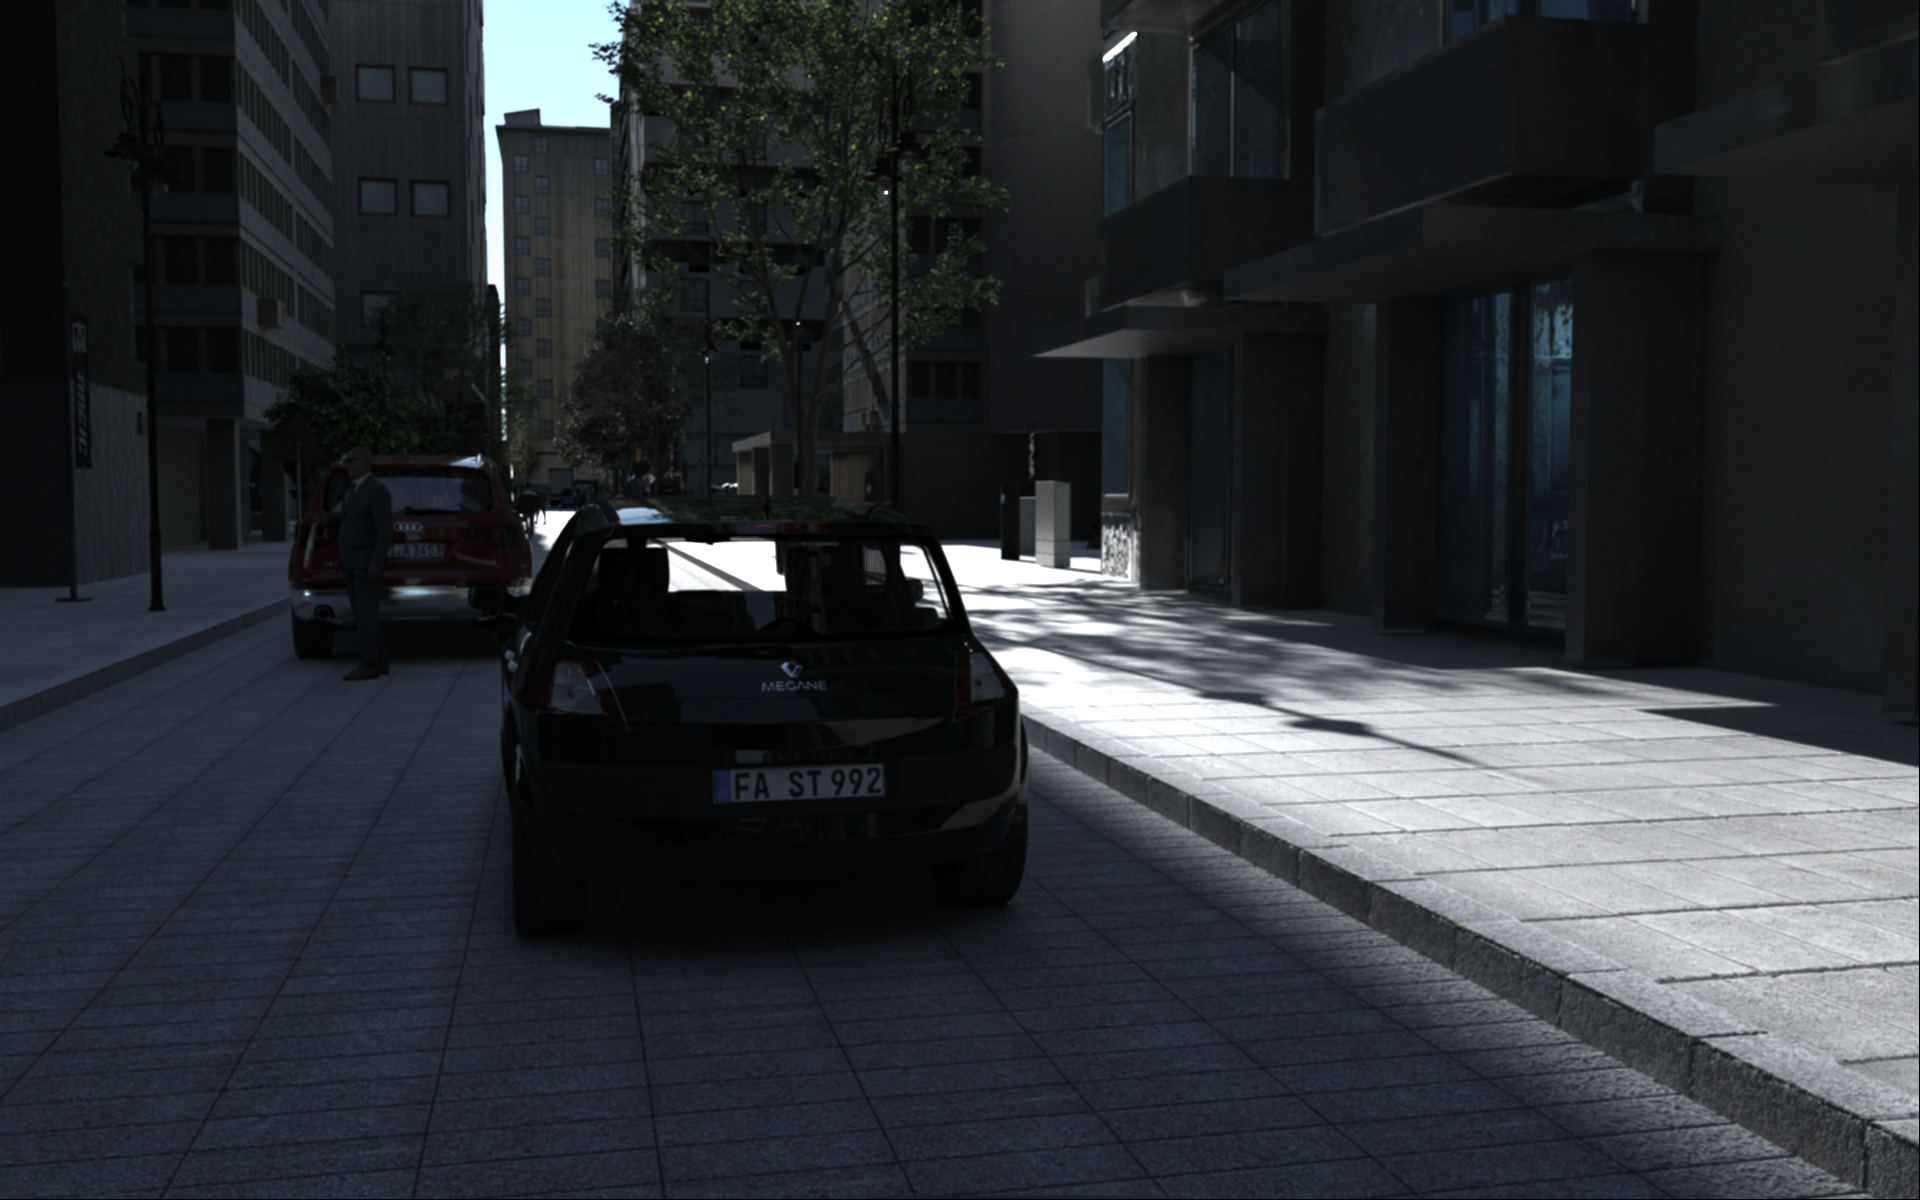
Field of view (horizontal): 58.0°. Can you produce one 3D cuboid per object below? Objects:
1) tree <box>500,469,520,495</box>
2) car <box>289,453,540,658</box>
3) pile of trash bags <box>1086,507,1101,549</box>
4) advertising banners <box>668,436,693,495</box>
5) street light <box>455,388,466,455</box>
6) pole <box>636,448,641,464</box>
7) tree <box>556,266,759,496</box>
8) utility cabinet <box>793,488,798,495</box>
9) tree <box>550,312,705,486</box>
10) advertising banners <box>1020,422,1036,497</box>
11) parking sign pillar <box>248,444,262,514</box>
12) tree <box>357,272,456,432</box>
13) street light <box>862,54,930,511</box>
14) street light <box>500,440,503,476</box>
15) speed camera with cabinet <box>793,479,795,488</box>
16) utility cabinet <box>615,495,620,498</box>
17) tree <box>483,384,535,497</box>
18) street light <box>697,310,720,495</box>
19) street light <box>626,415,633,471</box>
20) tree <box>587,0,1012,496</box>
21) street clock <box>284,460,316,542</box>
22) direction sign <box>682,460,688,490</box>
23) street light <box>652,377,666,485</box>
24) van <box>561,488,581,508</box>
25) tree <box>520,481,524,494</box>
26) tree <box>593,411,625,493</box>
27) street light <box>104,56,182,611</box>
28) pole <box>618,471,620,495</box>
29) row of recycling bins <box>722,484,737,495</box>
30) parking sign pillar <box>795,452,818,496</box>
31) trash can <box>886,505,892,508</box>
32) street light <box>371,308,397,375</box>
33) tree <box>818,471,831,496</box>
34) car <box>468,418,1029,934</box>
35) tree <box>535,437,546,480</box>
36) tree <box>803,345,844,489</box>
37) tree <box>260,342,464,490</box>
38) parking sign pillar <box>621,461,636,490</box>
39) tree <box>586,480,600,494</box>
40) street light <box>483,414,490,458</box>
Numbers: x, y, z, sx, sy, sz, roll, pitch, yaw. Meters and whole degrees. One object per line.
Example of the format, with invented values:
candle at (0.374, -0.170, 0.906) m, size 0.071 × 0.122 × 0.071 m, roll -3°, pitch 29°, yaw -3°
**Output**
tree at (-35.448, -8.574, 134.781) m, size 1.663 × 3.219 × 1.824 m, roll 0°, pitch 3°, yaw 0°
car at (-5.237, -0.500, 16.845) m, size 2.281 × 1.827 × 5.304 m, roll -1°, pitch 4°, yaw -15°
pile of trash bags at (4.419, -1.946, 41.565) m, size 1.912 × 1.369 × 3.447 m, roll 2°, pitch 4°, yaw 27°
advertising banners at (-8.558, -3.474, 52.987) m, size 0.090 × 3.025 × 2.074 m, roll 1°, pitch 4°, yaw 11°
street light at (-21.798, -6.294, 75.692) m, size 0.468 × 5.910 × 1.993 m, roll -1°, pitch 4°, yaw -13°
pole at (-14.282, -5.089, 77.041) m, size 0.158 × 3.312 × 0.155 m, roll 0°, pitch 3°, yaw 0°
tree at (-15.712, -10.990, 90.054) m, size 12.009 × 13.543 × 11.850 m, roll 0°, pitch 3°, yaw 0°
utility cabinet at (-6.710, -3.625, 67.949) m, size 1.173 × 1.500 × 0.318 m, roll -1°, pitch 4°, yaw -17°
tree at (-20.718, -11.670, 107.817) m, size 9.611 × 12.733 × 9.660 m, roll 0°, pitch 3°, yaw 0°
advertising banners at (1.445, -2.778, 41.602) m, size 0.090 × 3.025 × 2.074 m, roll 2°, pitch 4°, yaw 24°
parking sign pillar at (-32.963, -5.611, 80.209) m, size 1.447 × 3.967 × 1.447 m, roll 1°, pitch 4°, yaw 9°
tree at (-24.095, -9.456, 80.353) m, size 9.928 × 11.665 × 9.643 m, roll 0°, pitch 3°, yaw 0°
street light at (-0.705, -2.814, 18.803) m, size 0.468 × 5.910 × 1.993 m, roll -1°, pitch 4°, yaw -13°
street light at (-33.054, -9.306, 124.944) m, size 0.468 × 5.910 × 1.993 m, roll -1°, pitch 4°, yaw -13°
speed camera with cabinet at (-10.530, -6.795, 105.427) m, size 2.038 × 3.252 × 0.660 m, roll -2°, pitch 4°, yaw -27°
utility cabinet at (-27.735, -7.854, 139.568) m, size 1.020 × 1.237 × 0.306 m, roll -3°, pitch 4°, yaw -39°
tree at (-31.324, -10.184, 116.873) m, size 4.360 × 8.622 × 3.978 m, roll 0°, pitch 3°, yaw 0°
street light at (-6.306, -4.326, 43.520) m, size 0.468 × 5.910 × 1.993 m, roll -1°, pitch 4°, yaw -13°
street light at (-18.941, -7.721, 99.022) m, size 0.468 × 5.910 × 1.993 m, roll -1°, pitch 4°, yaw -13°
tree at (-2.895, -6.505, 32.120) m, size 9.928 × 11.665 × 9.643 m, roll 0°, pitch 3°, yaw 0°
street clock at (-11.356, -1.545, 29.828) m, size 0.471 × 2.002 × 0.358 m, roll -3°, pitch 5°, yaw -41°
direction sign at (-18.560, -7.640, 116.916) m, size 0.379 × 3.537 × 0.876 m, roll -2°, pitch 4°, yaw -31°
street light at (-11.883, -5.849, 68.411) m, size 0.468 × 5.910 × 1.993 m, roll -1°, pitch 4°, yaw -13°
van at (-39.040, -10.377, 174.041) m, size 2.240 × 2.365 × 5.245 m, roll -1°, pitch 4°, yaw -11°
tree at (-47.947, -11.669, 185.393) m, size 1.663 × 3.219 × 1.824 m, roll 0°, pitch 3°, yaw 0°
tree at (-30.778, -12.381, 152.790) m, size 4.360 × 8.622 × 3.978 m, roll 0°, pitch 3°, yaw 0°
street light at (-8.833, -2.819, 18.878) m, size 0.468 × 5.910 × 1.993 m, roll -1°, pitch 4°, yaw -13°
pole at (-29.046, -9.402, 147.564) m, size 0.158 × 3.312 × 0.155 m, roll 0°, pitch 3°, yaw 0°
row of recycling bins at (-8.654, -3.737, 68.216) m, size 1.069 × 1.692 × 3.534 m, roll -2°, pitch 4°, yaw -24°
parking sign pillar at (-8.839, -6.796, 99.586) m, size 1.447 × 3.967 × 1.447 m, roll 0°, pitch 4°, yaw -1°
trash can at (-1.194, -0.661, 22.469) m, size 0.748 × 1.137 × 0.748 m, roll 0°, pitch 3°, yaw 0°
street light at (-14.321, -4.305, 43.182) m, size 0.468 × 5.910 × 1.993 m, roll -1°, pitch 4°, yaw -13°
tree at (-9.236, -7.654, 119.751) m, size 1.663 × 3.219 × 1.824 m, roll 0°, pitch 3°, yaw 0°
car at (-1.004, 0.160, 7.178) m, size 2.009 × 1.686 × 4.222 m, roll -1°, pitch 4°, yaw -15°
tree at (-44.304, -13.677, 173.974) m, size 4.360 × 8.622 × 3.978 m, roll 0°, pitch 3°, yaw 0°
tree at (-5.548, -8.083, 82.527) m, size 4.737 × 8.622 × 4.395 m, roll 0°, pitch 3°, yaw 0°
tree at (-13.384, -3.303, 37.713) m, size 4.285 × 4.588 × 4.351 m, roll 0°, pitch 3°, yaw 0°
parking sign pillar at (-22.193, -7.851, 116.832) m, size 1.447 × 3.967 × 1.447 m, roll 1°, pitch 4°, yaw 19°
tree at (-44.549, -13.276, 211.666) m, size 1.663 × 3.219 × 1.824 m, roll 0°, pitch 3°, yaw 0°
street light at (-27.302, -7.780, 99.993) m, size 0.468 × 5.910 × 1.993 m, roll -1°, pitch 4°, yaw -13°
